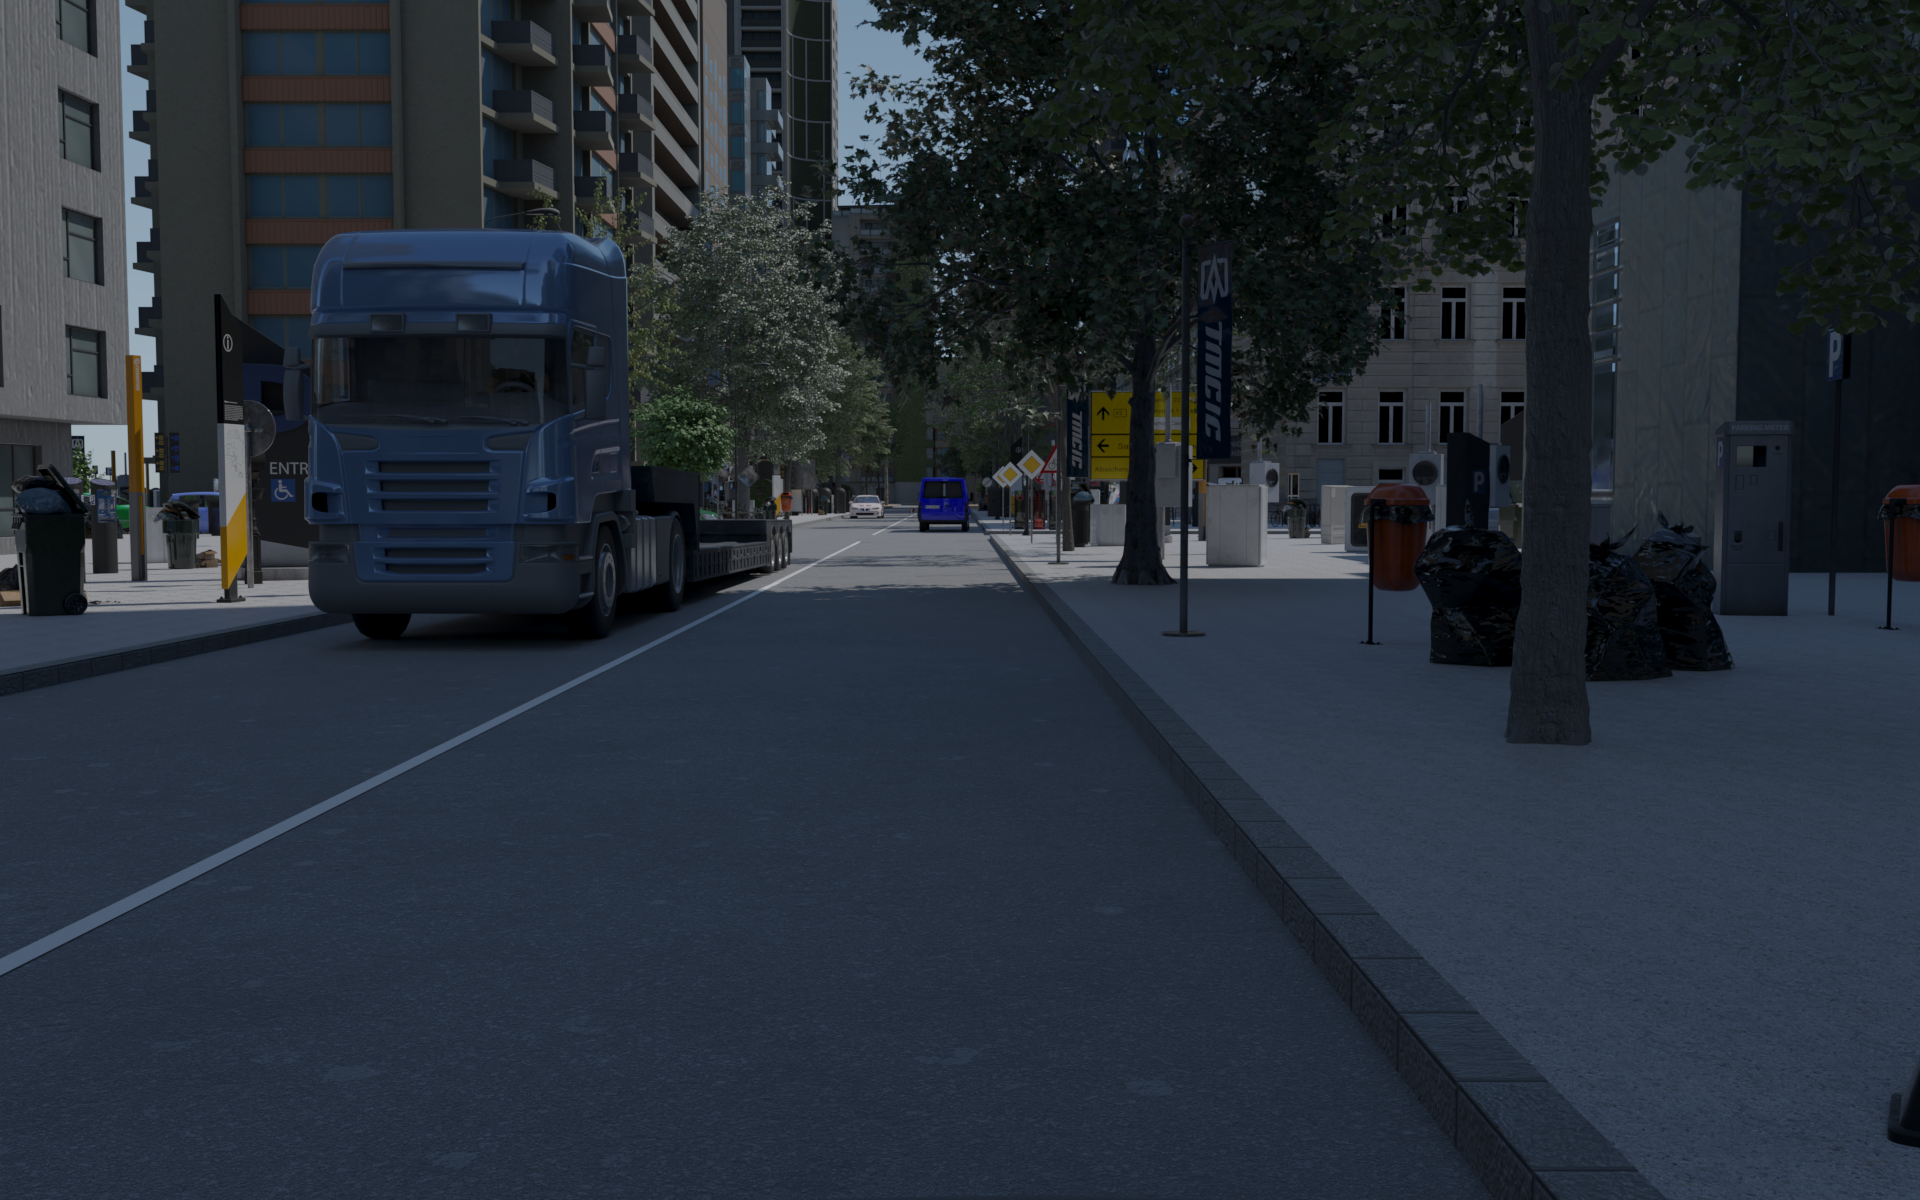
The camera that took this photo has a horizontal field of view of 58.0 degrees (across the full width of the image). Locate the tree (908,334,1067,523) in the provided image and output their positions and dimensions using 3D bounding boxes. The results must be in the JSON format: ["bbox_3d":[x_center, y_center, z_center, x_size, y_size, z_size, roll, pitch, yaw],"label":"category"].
[{"bbox_3d":[2.656,-9.250,76.994,9.928,11.665,9.643,0,3,0],"label":"tree"}]

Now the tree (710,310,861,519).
[{"bbox_3d":[-8.533,-9.177,84.464,8.767,10.594,7.601,0,4,1],"label":"tree"}]

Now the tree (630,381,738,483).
[{"bbox_3d":[-8.173,-4.095,50.661,4.285,4.588,4.351,0,3,0],"label":"tree"}]

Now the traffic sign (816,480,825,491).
[{"bbox_3d":[-10.203,-7.620,126.716,0.606,2.300,0.079,0,4,1],"label":"traffic sign"}]

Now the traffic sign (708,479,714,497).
[{"bbox_3d":[-10.973,-4.693,76.836,0.768,2.556,0.104,0,4,6],"label":"traffic sign"}]

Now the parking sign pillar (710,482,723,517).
[{"bbox_3d":[-13.122,-6.387,92.907,1.447,3.967,1.447,-1,4,-10],"label":"parking sign pillar"}]

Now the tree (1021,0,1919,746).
[{"bbox_3d":[2.867,-5.562,9.060,7.486,12.596,7.792,0,3,0],"label":"tree"}]

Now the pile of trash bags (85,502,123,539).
[{"bbox_3d":[-25.693,-2.401,49.004,3.447,1.369,1.912,-3,5,-43],"label":"pile of trash bags"}]

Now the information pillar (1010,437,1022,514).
[{"bbox_3d":[2.293,-4.823,70.216,0.504,3.616,0.183,0,4,1],"label":"information pillar"}]

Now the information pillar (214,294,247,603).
[{"bbox_3d":[-8.647,-1.785,20.539,0.183,3.616,0.504,0,4,5],"label":"information pillar"}]

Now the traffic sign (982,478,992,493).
[{"bbox_3d":[2.089,-8.131,133.050,0.768,2.556,0.104,0,4,3],"label":"traffic sign"}]

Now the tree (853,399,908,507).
[{"bbox_3d":[-8.441,-15.365,176.966,9.928,11.665,9.643,0,3,0],"label":"tree"}]

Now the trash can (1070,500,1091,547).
[{"bbox_3d":[2.797,-1.845,41.821,0.748,1.137,0.748,0,3,0],"label":"trash can"}]

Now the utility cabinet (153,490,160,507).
[{"bbox_3d":[-45.374,-5.513,98.810,0.318,1.500,1.173,2,4,31],"label":"utility cabinet"}]

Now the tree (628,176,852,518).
[{"bbox_3d":[-8.845,-9.954,69.399,9.857,13.997,8.962,0,3,0],"label":"tree"}]

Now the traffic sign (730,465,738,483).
[{"bbox_3d":[-9.804,-4.681,76.646,0.768,2.556,0.104,0,4,8],"label":"traffic sign"}]

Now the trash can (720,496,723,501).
[{"bbox_3d":[-17.778,-7.070,127.251,0.748,1.137,0.748,0,3,0],"label":"trash can"}]

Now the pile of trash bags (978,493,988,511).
[{"bbox_3d":[2.221,-7.405,130.816,1.912,1.369,3.447,0,4,5],"label":"pile of trash bags"}]

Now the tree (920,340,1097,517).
[{"bbox_3d":[2.997,-11.311,95.301,12.009,13.543,11.850,0,3,0],"label":"tree"}]

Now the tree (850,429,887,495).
[{"bbox_3d":[-8.487,-13.380,169.119,4.360,8.622,3.978,0,3,0],"label":"tree"}]

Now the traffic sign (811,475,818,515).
[{"bbox_3d":[-9.215,-6.578,107.650,0.768,2.556,0.104,0,4,4],"label":"traffic sign"}]

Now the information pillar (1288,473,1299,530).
[{"bbox_3d":[11.896,-3.504,61.788,0.304,2.012,0.304,-1,4,-10],"label":"information pillar"}]

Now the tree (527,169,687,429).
[{"bbox_3d":[-8.555,-5.494,40.186,4.737,8.622,4.395,0,3,0],"label":"tree"}]

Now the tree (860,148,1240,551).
[{"bbox_3d":[2.463,-6.393,38.938,8.767,10.594,7.601,0,4,1],"label":"tree"}]

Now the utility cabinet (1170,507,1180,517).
[{"bbox_3d":[11.851,-5.252,97.026,1.020,1.237,0.306,0,4,1],"label":"utility cabinet"}]

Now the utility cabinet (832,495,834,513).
[{"bbox_3d":[-8.517,-6.478,117.072,0.306,1.237,1.020,2,4,29],"label":"utility cabinet"}]

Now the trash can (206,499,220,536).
[{"bbox_3d":[-22.733,-2.536,53.121,0.748,1.137,0.748,0,3,0],"label":"trash can"}]

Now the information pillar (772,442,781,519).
[{"bbox_3d":[-8.204,-5.255,77.274,0.183,3.616,0.504,2,4,34],"label":"information pillar"}]

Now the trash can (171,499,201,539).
[{"bbox_3d":[-21.075,-2.174,47.202,0.748,1.137,0.748,0,3,0],"label":"trash can"}]

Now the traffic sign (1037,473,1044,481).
[{"bbox_3d":[3.475,-4.185,68.435,0.884,2.594,0.081,0,4,7],"label":"traffic sign"}]

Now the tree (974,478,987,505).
[{"bbox_3d":[2.453,-12.857,204.809,1.663,3.219,1.824,0,3,0],"label":"tree"}]

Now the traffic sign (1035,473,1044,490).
[{"bbox_3d":[3.952,-5.099,83.481,0.768,2.556,0.104,0,4,4],"label":"traffic sign"}]

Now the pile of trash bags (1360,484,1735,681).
[{"bbox_3d":[4.330,-0.236,13.618,1.912,1.369,3.447,-2,4,-26],"label":"pile of trash bags"}]

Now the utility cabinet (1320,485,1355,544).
[{"bbox_3d":[9.704,-2.180,44.329,0.318,1.500,1.173,3,5,44],"label":"utility cabinet"}]

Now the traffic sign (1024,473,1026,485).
[{"bbox_3d":[2.989,-4.911,82.429,0.606,2.300,0.079,0,4,5],"label":"traffic sign"}]

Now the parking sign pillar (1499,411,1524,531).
[{"bbox_3d":[14.854,-3.484,45.438,1.447,3.967,1.447,1,4,11],"label":"parking sign pillar"}]

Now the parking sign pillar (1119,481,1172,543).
[{"bbox_3d":[4.870,-3.491,45.549,1.447,3.967,1.447,-1,4,-17],"label":"parking sign pillar"}]

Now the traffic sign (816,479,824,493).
[{"bbox_3d":[-10.218,-7.590,125.278,0.795,2.450,0.064,0,4,3],"label":"traffic sign"}]

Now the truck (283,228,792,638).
[{"bbox_3d":[-4.594,-2.103,24.137,2.967,4.110,18.799,0,4,1],"label":"truck"}]

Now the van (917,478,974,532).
[{"bbox_3d":[-0.583,-3.855,67.409,2.240,2.365,5.245,0,4,1],"label":"van"}]

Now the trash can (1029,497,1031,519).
[{"bbox_3d":[3.741,-4.682,88.211,0.748,1.137,0.748,0,3,0],"label":"trash can"}]

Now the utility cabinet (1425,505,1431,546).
[{"bbox_3d":[10.953,-1.810,40.754,1.020,1.237,0.306,3,5,43],"label":"utility cabinet"}]

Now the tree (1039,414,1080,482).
[{"bbox_3d":[8.065,-11.066,131.295,4.737,8.622,4.395,0,3,0],"label":"tree"}]

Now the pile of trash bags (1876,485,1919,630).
[{"bbox_3d":[9.411,-0.327,15.105,1.912,1.369,3.447,-1,4,-15],"label":"pile of trash bags"}]

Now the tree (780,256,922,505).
[{"bbox_3d":[-7.944,-17.116,135.737,12.611,20.169,13.585,0,3,0],"label":"tree"}]

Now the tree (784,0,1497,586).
[{"bbox_3d":[2.598,-6.562,24.299,9.611,12.733,9.660,0,3,0],"label":"tree"}]

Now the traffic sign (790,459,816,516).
[{"bbox_3d":[-9.599,-6.588,101.588,2.265,3.308,0.079,0,4,5],"label":"traffic sign"}]

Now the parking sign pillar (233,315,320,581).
[{"bbox_3d":[-10.272,-2.308,26.206,1.447,3.967,1.447,-2,4,-23],"label":"parking sign pillar"}]

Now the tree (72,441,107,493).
[{"bbox_3d":[-32.130,-4.213,63.490,1.663,3.219,1.824,0,3,0],"label":"tree"}]

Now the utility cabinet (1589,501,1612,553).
[{"bbox_3d":[5.794,-0.312,16.271,0.306,1.237,1.020,3,5,40],"label":"utility cabinet"}]

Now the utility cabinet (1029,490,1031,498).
[{"bbox_3d":[4.144,-5.779,103.168,1.173,1.500,0.318,2,4,31],"label":"utility cabinet"}]
